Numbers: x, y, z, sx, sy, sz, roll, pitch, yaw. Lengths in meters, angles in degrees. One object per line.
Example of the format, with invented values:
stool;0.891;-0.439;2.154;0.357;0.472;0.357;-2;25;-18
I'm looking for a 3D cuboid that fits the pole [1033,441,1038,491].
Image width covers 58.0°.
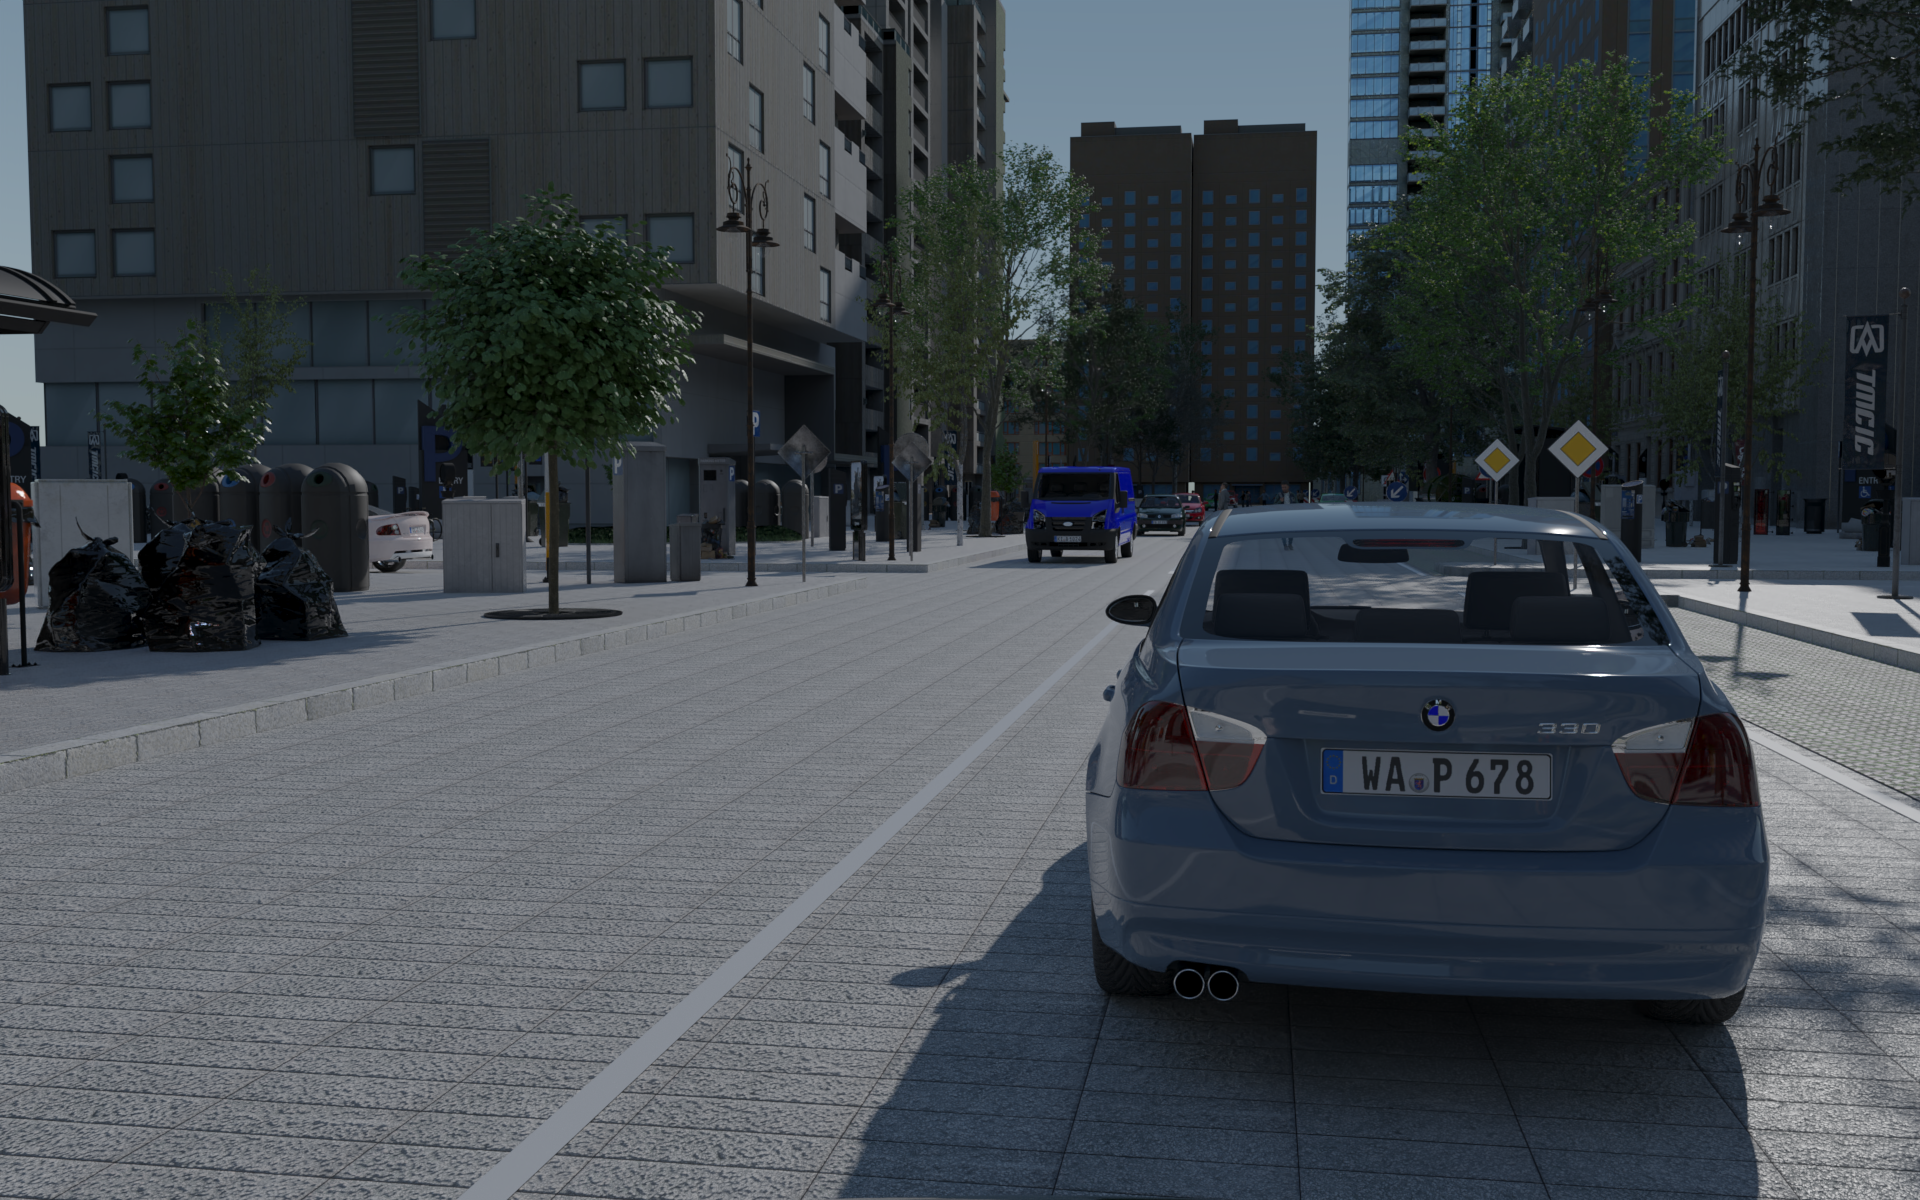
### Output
pole;2.891;-4.424;66.169;0.158;3.312;0.155;0;3;0

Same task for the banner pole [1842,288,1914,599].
banner pole;11.278;-1.911;21.262;0.863;3.779;0.401;2;4;28

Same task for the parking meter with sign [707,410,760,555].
parking meter with sign;-5.112;-2.457;36.430;1.738;3.016;0.543;1;4;14

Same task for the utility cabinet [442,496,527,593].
utility cabinet;-6.204;-0.699;22.598;1.020;1.237;0.306;0;4;-4

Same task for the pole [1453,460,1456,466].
pole;29.706;-6.751;104.225;0.158;3.312;0.155;0;3;0

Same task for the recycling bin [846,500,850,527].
recycling bin;-4.419;-3.436;68.733;0.722;1.027;0.722;0;4;7

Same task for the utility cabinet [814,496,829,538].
utility cabinet;-4.132;-2.465;51.459;0.306;1.237;1.020;1;4;15

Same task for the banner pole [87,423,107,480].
banner pole;-30.187;-4.328;60.775;0.863;3.779;0.401;0;4;5

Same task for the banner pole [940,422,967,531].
banner pole;-0.171;-4.278;59.957;0.863;3.779;0.401;-1;4;-18

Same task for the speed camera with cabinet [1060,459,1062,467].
speed camera with cabinet;5.612;-6.436;99.571;0.660;3.252;2.038;0;4;3

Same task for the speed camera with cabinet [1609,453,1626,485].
speed camera with cabinet;30.603;-5.371;82.150;2.038;3.252;0.660;-2;4;-24

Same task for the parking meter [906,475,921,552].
parking meter;-1.022;-2.003;38.459;0.255;1.863;0.399;1;4;15

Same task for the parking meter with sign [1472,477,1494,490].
parking meter with sign;23.664;-5.076;79.247;1.738;3.016;0.543;-1;4;-15

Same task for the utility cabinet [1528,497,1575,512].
utility cabinet;12.519;-1.563;36.715;1.020;1.237;0.306;-1;4;-23

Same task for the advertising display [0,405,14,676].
advertising display;-7.195;-0.425;12.169;0.974;1.923;0.123;0;4;-8

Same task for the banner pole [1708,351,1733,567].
banner pole;13.439;-2.483;30.609;0.401;3.779;0.863;1;4;12

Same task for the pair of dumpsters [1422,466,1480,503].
pair of dumpsters;17.367;-3.594;61.258;1.574;2.255;4.437;1;4;10

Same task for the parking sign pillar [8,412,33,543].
parking sign pillar;-25.132;-3.489;45.514;1.447;3.967;1.447;-2;4;-29

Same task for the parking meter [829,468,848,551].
parking meter;-2.755;-2.045;39.146;0.399;1.863;0.255;-1;4;-15

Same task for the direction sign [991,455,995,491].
direction sign;1.939;-6.692;101.403;0.379;3.537;0.876;-1;4;-14

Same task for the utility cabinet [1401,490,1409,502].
utility cabinet;22.951;-4.950;89.618;0.318;1.500;1.173;2;4;30

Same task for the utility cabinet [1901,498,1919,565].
utility cabinet;17.604;-1.233;31.317;1.020;1.237;0.306;0;4;-1

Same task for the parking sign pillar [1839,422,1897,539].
parking sign pillar;26.020;-3.736;49.562;1.447;3.967;1.447;-2;4;-34

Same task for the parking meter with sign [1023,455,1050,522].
parking meter with sign;3.195;-5.019;78.322;1.738;3.016;0.543;0;4;8

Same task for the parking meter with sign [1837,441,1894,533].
parking meter with sign;29.629;-3.687;56.538;1.738;3.016;0.543;1;4;23

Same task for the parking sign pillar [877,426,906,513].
parking sign pillar;-2.625;-4.930;69.072;1.447;3.967;1.447;-2;4;-30

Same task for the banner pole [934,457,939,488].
banner pole;-1.283;-6.835;101.766;0.401;3.779;0.863;-3;5;-41

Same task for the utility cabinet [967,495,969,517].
utility cabinet;0.042;-5.125;94.955;0.306;1.237;1.020;3;4;39

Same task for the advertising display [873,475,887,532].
advertising display;-2.711;-3.272;58.708;0.123;1.923;0.974;-2;4;-25

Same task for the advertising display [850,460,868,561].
advertising display;-1.949;-1.723;33.382;0.123;1.923;0.974;-1;4;-16

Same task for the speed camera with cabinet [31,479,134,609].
speed camera with cabinet;-10.416;-1.530;19.351;2.038;3.252;0.660;-2;4;-32

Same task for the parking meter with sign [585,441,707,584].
parking meter with sign;-4.618;-1.761;25.056;1.738;3.016;0.543;-3;4;-36

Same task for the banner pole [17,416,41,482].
banner pole;-30.052;-4.027;55.861;0.863;3.779;0.401;0;4;-5

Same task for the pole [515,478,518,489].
pole;-13.862;-3.697;54.285;0.158;3.312;0.155;0;3;0

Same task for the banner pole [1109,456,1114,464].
banner pole;9.100;-6.982;104.170;0.401;3.779;0.863;-1;4;-17

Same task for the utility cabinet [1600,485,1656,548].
utility cabinet;15.690;-1.958;40.693;1.173;1.500;0.318;0;4;0

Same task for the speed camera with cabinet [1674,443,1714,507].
speed camera with cabinet;28.365;-4.386;66.044;2.038;3.252;0.660;0;4;-2

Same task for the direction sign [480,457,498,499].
direction sign;-13.225;-3.513;49.430;0.876;3.537;0.379;-1;4;-11

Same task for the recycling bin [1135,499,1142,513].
recycling bin;10.008;-5.197;97.525;0.722;1.027;0.722;0;4;8

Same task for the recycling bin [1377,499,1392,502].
recycling bin;20.690;-4.370;84.000;0.722;1.027;0.722;2;4;33

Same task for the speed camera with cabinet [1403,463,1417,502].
speed camera with cabinet;26.408;-6.586;102.012;2.038;3.252;0.660;-3;5;-40

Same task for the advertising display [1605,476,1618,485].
advertising display;23.376;-3.485;62.192;0.123;1.923;0.974;3;5;40

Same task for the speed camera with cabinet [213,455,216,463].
speed camera with cabinet;-24.070;-3.879;57.759;2.038;3.252;0.660;0;4;-1

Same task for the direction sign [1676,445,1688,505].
direction sign;33.749;-5.444;80.998;0.379;3.537;0.876;-1;4;-12

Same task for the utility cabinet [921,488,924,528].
utility cabinet;-1.803;-3.392;64.135;0.318;1.500;1.173;-3;4;-37

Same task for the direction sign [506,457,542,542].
direction sign;-11.536;-3.304;46.010;0.876;3.537;0.379;-2;4;-28

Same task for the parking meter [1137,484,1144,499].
parking meter;10.505;-5.819;100.845;0.399;1.863;0.255;1;4;10

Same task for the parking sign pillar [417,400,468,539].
parking sign pillar;-14.818;-3.742;49.660;1.447;3.967;1.447;-2;4;-29
